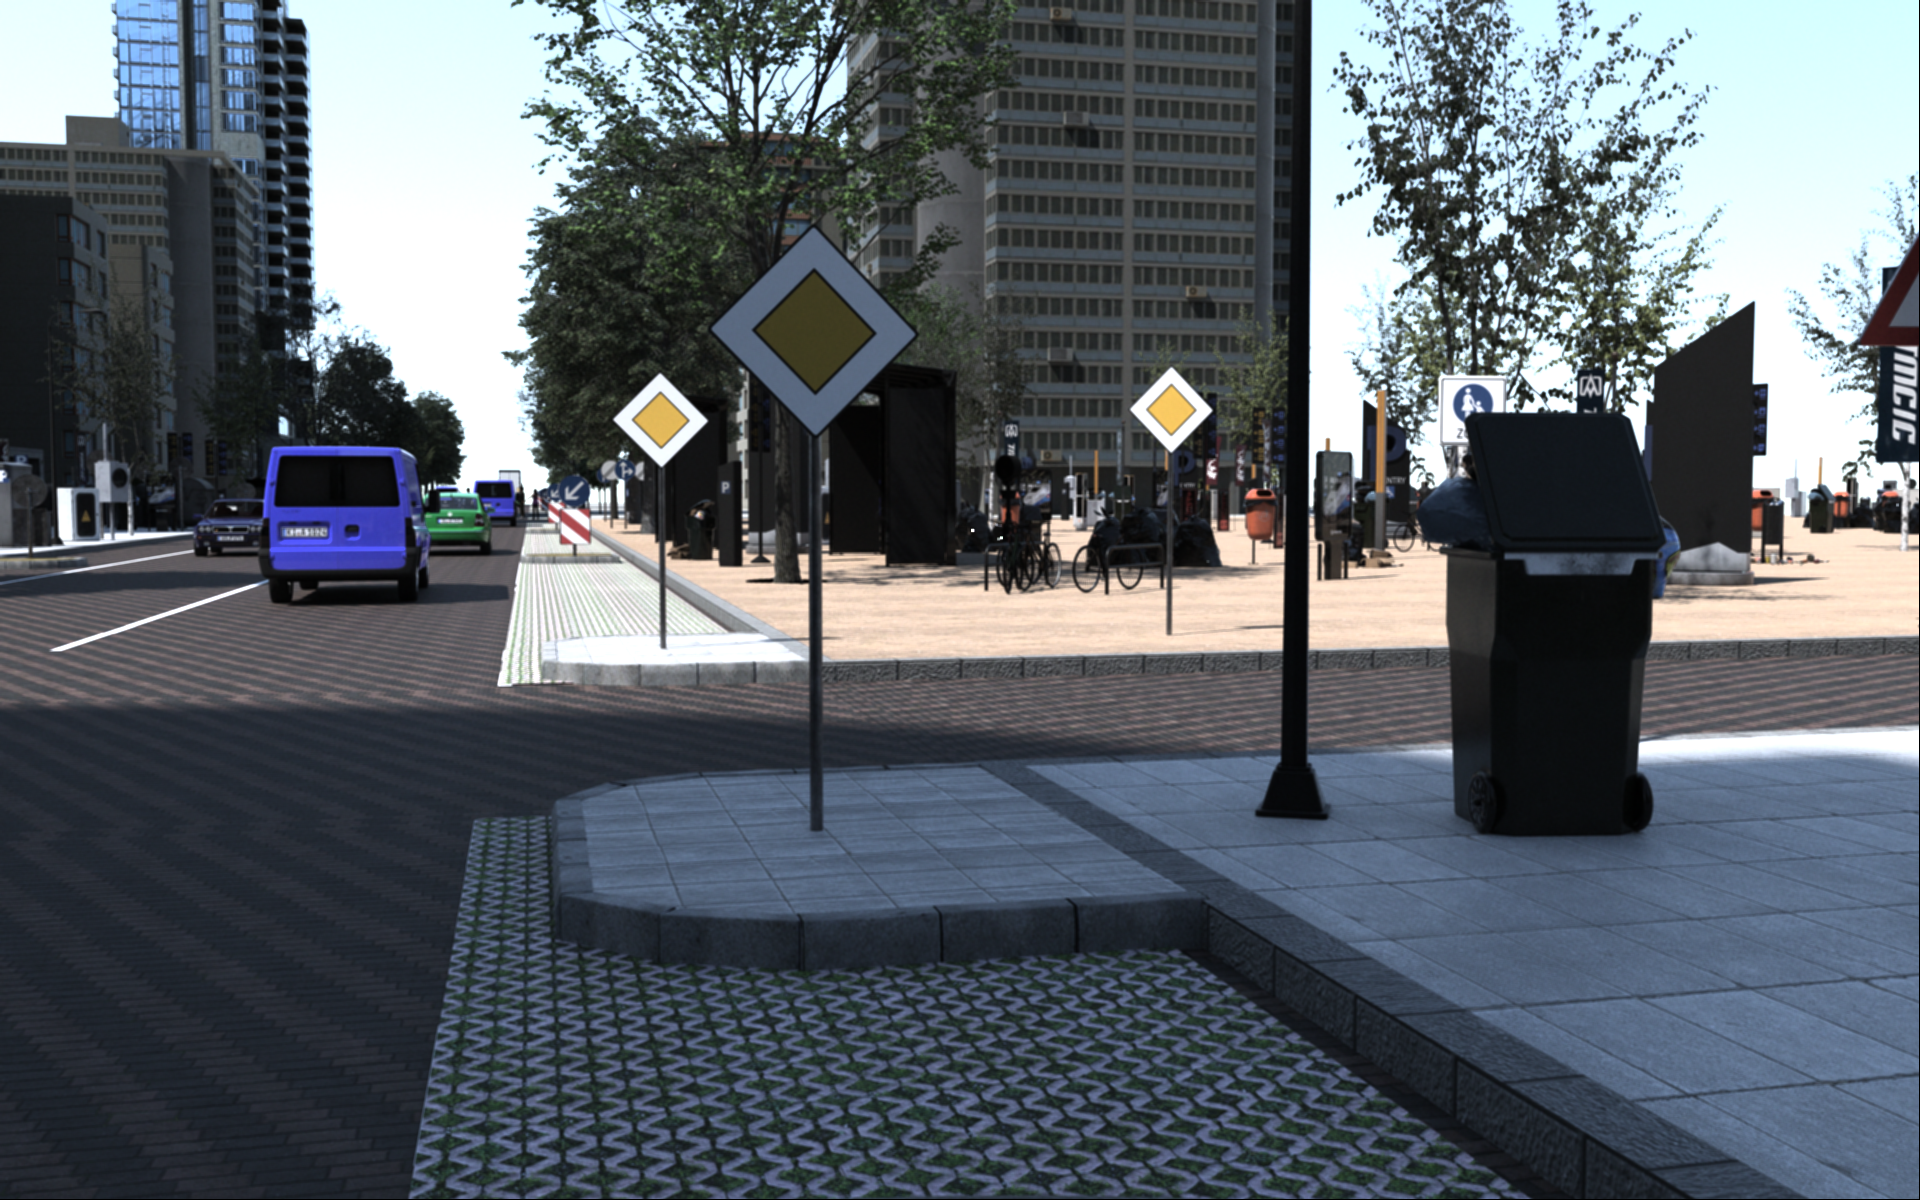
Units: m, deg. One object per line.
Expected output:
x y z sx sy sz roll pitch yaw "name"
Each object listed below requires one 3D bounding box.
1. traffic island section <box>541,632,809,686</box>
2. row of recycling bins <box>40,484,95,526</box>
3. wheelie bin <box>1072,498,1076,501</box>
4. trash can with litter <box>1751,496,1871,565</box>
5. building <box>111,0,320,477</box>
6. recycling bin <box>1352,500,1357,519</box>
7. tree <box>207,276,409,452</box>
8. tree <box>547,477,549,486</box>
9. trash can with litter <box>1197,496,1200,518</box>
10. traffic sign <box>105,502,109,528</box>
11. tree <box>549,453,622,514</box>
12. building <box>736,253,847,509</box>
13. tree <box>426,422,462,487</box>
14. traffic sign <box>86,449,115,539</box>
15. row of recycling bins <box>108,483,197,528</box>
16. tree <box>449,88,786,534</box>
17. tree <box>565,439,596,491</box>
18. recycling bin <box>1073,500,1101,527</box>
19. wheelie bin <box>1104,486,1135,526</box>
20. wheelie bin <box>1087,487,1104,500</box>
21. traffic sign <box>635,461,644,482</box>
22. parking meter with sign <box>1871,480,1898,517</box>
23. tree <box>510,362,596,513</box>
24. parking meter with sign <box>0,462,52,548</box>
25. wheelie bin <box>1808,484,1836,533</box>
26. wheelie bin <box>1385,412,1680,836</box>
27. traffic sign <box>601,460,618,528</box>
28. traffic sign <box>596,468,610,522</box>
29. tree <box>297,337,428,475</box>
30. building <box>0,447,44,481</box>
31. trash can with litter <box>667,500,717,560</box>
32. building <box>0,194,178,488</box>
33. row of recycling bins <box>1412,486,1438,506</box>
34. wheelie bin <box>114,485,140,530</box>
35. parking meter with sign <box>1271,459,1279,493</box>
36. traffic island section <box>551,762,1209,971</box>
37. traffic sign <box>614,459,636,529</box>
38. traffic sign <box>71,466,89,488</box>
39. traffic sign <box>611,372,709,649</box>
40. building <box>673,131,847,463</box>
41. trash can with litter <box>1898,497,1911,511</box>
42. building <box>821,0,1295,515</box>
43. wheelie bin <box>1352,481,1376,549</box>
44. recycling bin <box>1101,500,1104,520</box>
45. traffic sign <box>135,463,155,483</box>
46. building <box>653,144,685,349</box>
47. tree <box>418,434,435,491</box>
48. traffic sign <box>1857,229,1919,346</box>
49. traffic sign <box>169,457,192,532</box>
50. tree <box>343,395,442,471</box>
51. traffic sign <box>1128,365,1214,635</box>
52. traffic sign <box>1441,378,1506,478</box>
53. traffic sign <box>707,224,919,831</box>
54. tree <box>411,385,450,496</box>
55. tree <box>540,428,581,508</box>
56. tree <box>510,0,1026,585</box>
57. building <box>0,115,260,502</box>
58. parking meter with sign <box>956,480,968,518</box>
-2.443 0.483 14.386 2.009 0.180 2.903 -1 4 -14 "traffic island section"
-35.745 -3.778 68.885 3.534 1.692 1.069 0 4 7 "row of recycling bins"
6.291 -5.058 90.612 0.693 1.594 0.980 -1 4 -21 "wheelie bin"
15.470 -1.294 32.210 2.233 1.210 1.678 -2 4 -28 "trash can with litter"
-89.526 -54.851 209.485 22.319 86.520 31.000 -1 4 -14 "building"
16.310 -3.608 71.542 0.722 1.027 0.722 -1 4 -10 "recycling bin"
-36.376 -11.432 97.281 12.009 13.543 11.850 0 3 0 "tree"
-45.671 -13.136 198.484 4.285 4.588 4.351 0 3 0 "tree"
8.370 -3.251 64.209 2.233 1.210 1.678 -1 4 -9 "trash can with litter"
-32.385 -4.012 65.705 0.768 2.556 0.104 -1 4 -9 "traffic sign"
-22.871 -7.739 110.250 4.285 4.588 4.351 0 3 0 "tree"
-2.652 -18.078 140.619 27.650 21.520 28.899 -1 4 -14 "building"
-72.596 -19.614 238.817 7.486 12.596 7.792 0 3 0 "tree"
-24.422 -3.005 49.243 0.768 2.556 0.104 -1 4 -11 "traffic sign"
-31.163 -3.680 67.284 3.534 1.692 1.069 -2 4 -25 "row of recycling bins"
-10.018 -9.087 55.234 9.857 13.997 8.962 0 3 0 "tree"
-33.307 -12.391 152.954 4.360 8.622 3.978 0 3 0 "tree"
4.931 -3.397 68.087 0.722 1.027 0.722 -2 4 -28 "recycling bin"
5.965 -3.436 64.085 0.980 1.594 0.693 0 4 -2 "wheelie bin"
6.435 -4.539 82.126 0.980 1.594 0.693 0 4 2 "wheelie bin"
-12.300 -4.118 67.437 0.768 2.556 0.104 -1 4 -10 "traffic sign"
50.887 -6.025 94.770 1.738 3.016 0.543 3 4 38 "parking meter with sign"
-26.120 -12.768 119.122 12.009 13.543 11.850 0 3 0 "tree"
-22.756 -2.783 41.765 0.543 3.016 1.738 1 4 16 "parking meter with sign"
28.151 -2.980 56.636 0.980 1.594 0.693 -3 5 -41 "wheelie bin"
2.234 0.073 6.712 0.980 1.594 0.693 0 4 -3 "wheelie bin"
-13.087 -3.969 65.000 0.768 2.556 0.104 -1 4 -12 "traffic sign"
-16.523 -4.925 80.624 0.768 2.556 0.104 -1 4 -11 "traffic sign"
-43.188 -12.727 125.100 9.611 12.733 9.660 0 3 0 "tree"
-59.461 -39.673 86.909 20.563 71.187 20.611 -1 4 -14 "building"
-5.273 -1.371 33.795 1.055 1.170 0.624 2 4 30 "trash can with litter"
-68.395 -16.308 111.682 27.650 21.520 28.899 -1 4 -14 "building"
24.513 -5.241 92.796 3.534 1.692 1.069 -1 4 -20 "row of recycling bins"
-29.764 -3.287 61.659 0.980 1.594 0.693 -3 5 -39 "wheelie bin"
15.818 -5.559 87.146 0.543 3.016 1.738 1 4 18 "parking meter with sign"
-0.529 0.957 6.633 2.009 0.180 2.903 -1 4 -14 "traffic island section"
-12.267 -3.877 63.495 0.768 2.556 0.104 0 4 -6 "traffic sign"
-31.957 -3.720 62.953 0.606 2.300 0.079 0 4 -7 "traffic sign"
-2.464 -0.652 14.303 0.795 2.450 0.064 -1 4 -14 "traffic sign"
-23.545 -34.169 213.293 22.147 44.769 28.867 -1 4 -14 "building"
39.031 -3.680 71.555 1.055 1.170 0.624 -2 4 -31 "trash can with litter"
5.639 -25.873 114.901 32.217 40.220 23.993 -1 4 -14 "building"
9.703 -2.015 40.852 0.693 1.594 0.980 -2 4 -28 "wheelie bin"
5.792 -3.754 73.935 0.722 1.027 0.722 0 4 3 "recycling bin"
-33.259 -4.321 70.747 0.768 2.556 0.104 -1 4 -12 "traffic sign"
-30.784 -37.536 237.414 21.300 48.544 21.600 -1 4 -14 "building"
-54.966 -13.637 173.329 4.737 8.622 4.395 0 3 0 "tree"
3.651 -0.386 6.320 0.884 2.594 0.081 0 4 -7 "traffic sign"
-26.476 -3.594 58.865 0.768 2.556 0.104 0 4 -5 "traffic sign"
-51.529 -13.664 157.814 7.601 10.594 8.767 1 4 13 "tree"
1.896 -0.885 15.655 0.795 2.450 0.064 -1 4 -9 "traffic sign"
4.436 -0.792 15.082 0.606 2.300 0.079 0 4 -6 "traffic sign"
-0.550 -0.178 6.550 0.795 2.450 0.064 -1 4 -14 "traffic sign"
-63.153 -18.233 204.770 9.857 13.997 8.962 0 3 0 "tree"
-31.458 -12.838 144.318 7.601 10.594 8.767 1 4 11 "tree"
-2.652 -6.055 24.752 9.928 11.665 9.643 0 3 0 "tree"
-88.482 -30.031 182.889 32.217 40.220 23.993 -1 4 -14 "building"
-0.293 -5.863 92.123 0.543 3.016 1.738 3 5 43 "parking meter with sign"
